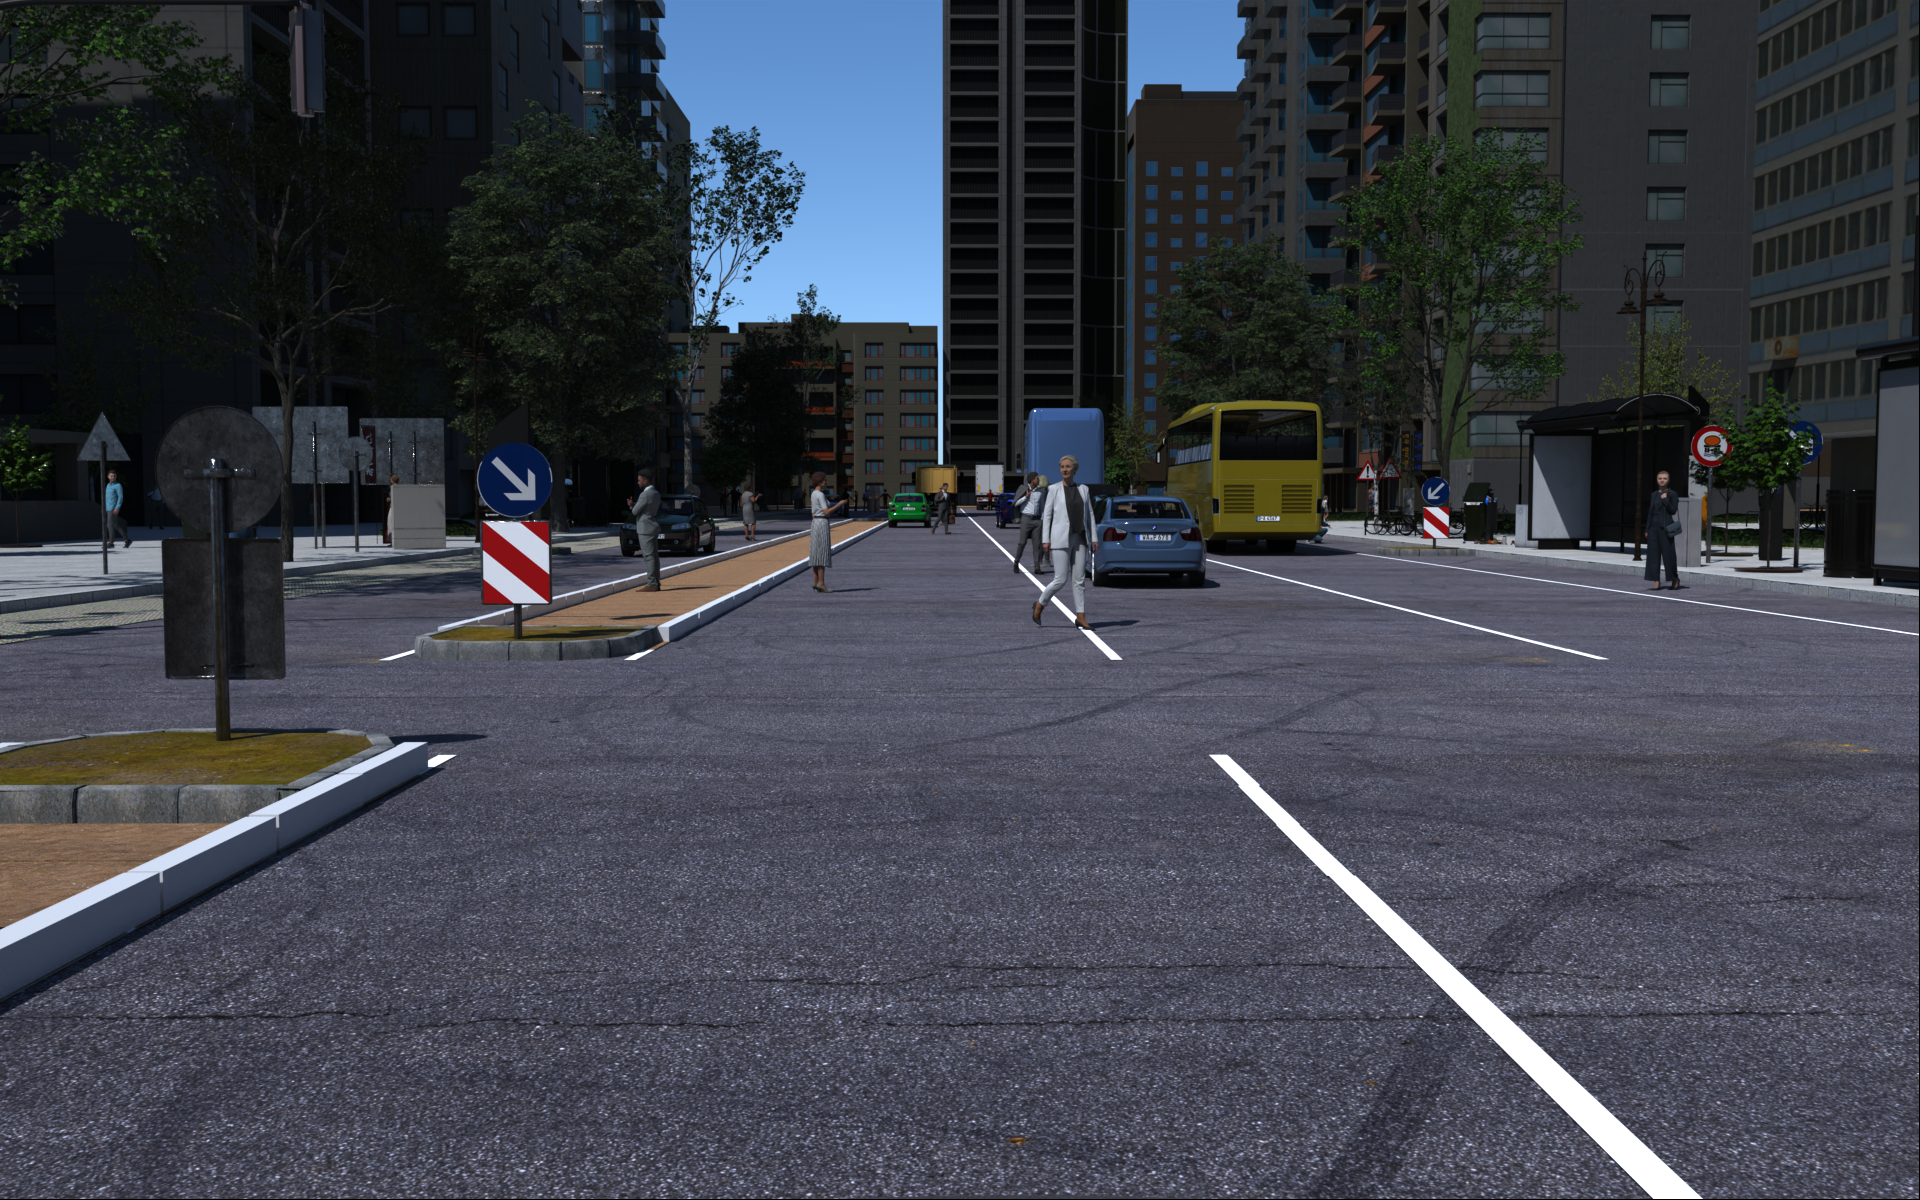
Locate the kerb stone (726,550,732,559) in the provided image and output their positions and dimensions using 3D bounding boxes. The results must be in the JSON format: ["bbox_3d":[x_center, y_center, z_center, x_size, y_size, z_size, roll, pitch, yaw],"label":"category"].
[{"bbox_3d":[-5.150,-0.945,37.699,0.120,0.150,1.000,0,4,0],"label":"kerb stone"}]

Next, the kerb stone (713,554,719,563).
[{"bbox_3d":[-5.130,-0.823,35.654,0.120,0.150,1.000,0,4,0],"label":"kerb stone"}]

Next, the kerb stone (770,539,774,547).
[{"bbox_3d":[-5.228,-1.513,46.935,0.120,0.150,1.000,0,4,0],"label":"kerb stone"}]

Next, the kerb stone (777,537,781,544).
[{"bbox_3d":[-5.243,-1.637,48.991,0.120,0.150,1.000,0,4,0],"label":"kerb stone"}]

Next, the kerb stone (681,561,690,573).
[{"bbox_3d":[-5.094,-0.572,31.548,0.120,0.150,1.000,0,4,0],"label":"kerb stone"}]

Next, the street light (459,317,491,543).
[{"bbox_3d":[-12.711,-4.447,45.494,0.468,5.910,1.993,0,4,0],"label":"street light"}]

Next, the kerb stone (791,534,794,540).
[{"bbox_3d":[-5.285,-1.890,53.094,0.120,0.150,1.000,0,4,0],"label":"kerb stone"}]

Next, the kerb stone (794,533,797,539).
[{"bbox_3d":[-5.283,-1.950,54.120,0.120,0.150,1.000,0,4,0],"label":"kerb stone"}]

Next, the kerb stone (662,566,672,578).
[{"bbox_3d":[-5.082,-0.446,29.504,0.120,0.150,1.000,0,4,0],"label":"kerb stone"}]

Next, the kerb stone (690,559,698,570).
[{"bbox_3d":[-5.105,-0.635,32.575,0.120,0.150,1.000,0,4,0],"label":"kerb stone"}]

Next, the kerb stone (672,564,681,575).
[{"bbox_3d":[-5.094,-0.510,30.526,0.120,0.150,1.000,0,4,0],"label":"kerb stone"}]

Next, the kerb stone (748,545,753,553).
[{"bbox_3d":[-5.184,-1.199,41.798,0.120,0.150,1.000,0,4,0],"label":"kerb stone"}]

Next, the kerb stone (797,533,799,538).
[{"bbox_3d":[-5.298,-2.015,55.147,0.120,0.150,1.000,0,4,0],"label":"kerb stone"}]

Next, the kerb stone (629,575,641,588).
[{"bbox_3d":[-5.050,-0.250,26.426,0.120,0.150,1.000,0,4,0],"label":"kerb stone"}]

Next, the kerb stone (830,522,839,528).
[{"bbox_3d":[-5.470,-3.270,75.662,0.120,0.150,1.000,0,4,0],"label":"kerb stone"}]

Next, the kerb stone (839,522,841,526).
[{"bbox_3d":[-5.484,-3.333,76.684,0.120,0.150,1.000,0,4,0],"label":"kerb stone"}]

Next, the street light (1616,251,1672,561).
[{"bbox_3d":[13.034,-3.692,33.145,0.468,5.910,1.993,0,4,0],"label":"street light"}]

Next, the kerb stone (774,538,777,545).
[{"bbox_3d":[-5.235,-1.566,47.963,0.120,0.150,1.000,0,4,0],"label":"kerb stone"}]

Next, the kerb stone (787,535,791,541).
[{"bbox_3d":[-5.269,-1.827,52.061,0.120,0.150,1.000,0,4,0],"label":"kerb stone"}]

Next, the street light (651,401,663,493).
[{"bbox_3d":[-13.046,-6.250,74.969,0.468,5.910,1.993,0,4,0],"label":"street light"}]

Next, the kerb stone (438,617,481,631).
[{"bbox_3d":[-4.977,0.306,17.196,0.120,0.150,1.000,0,4,0],"label":"kerb stone"}]

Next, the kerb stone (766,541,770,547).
[{"bbox_3d":[-5.219,-1.450,45.910,0.120,0.150,1.000,0,4,0],"label":"kerb stone"}]

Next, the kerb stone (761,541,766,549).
[{"bbox_3d":[-5.201,-1.388,44.883,0.120,0.150,1.000,0,4,0],"label":"kerb stone"}]

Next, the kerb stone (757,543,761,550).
[{"bbox_3d":[-5.205,-1.325,43.860,0.120,0.150,1.000,0,4,0],"label":"kerb stone"}]

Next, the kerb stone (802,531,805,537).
[{"bbox_3d":[-5.321,-2.139,57.209,0.120,0.150,1.000,0,4,0],"label":"kerb stone"}]

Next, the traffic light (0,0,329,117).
[{"bbox_3d":[-8.294,-2.530,16.029,4.771,5.953,1.251,0,4,0],"label":"traffic light"}]

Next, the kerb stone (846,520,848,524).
[{"bbox_3d":[-5.518,-3.640,81.809,0.120,0.150,1.000,0,4,0],"label":"kerb stone"}]

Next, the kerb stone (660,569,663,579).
[{"bbox_3d":[-5.071,-0.384,28.481,0.120,0.150,1.000,0,4,0],"label":"kerb stone"}]

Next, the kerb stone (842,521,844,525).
[{"bbox_3d":[-5.498,-3.458,78.738,0.120,0.150,1.000,0,4,0],"label":"kerb stone"}]

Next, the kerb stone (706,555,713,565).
[{"bbox_3d":[-5.121,-0.761,34.632,0.120,0.150,1.000,0,4,0],"label":"kerb stone"}]

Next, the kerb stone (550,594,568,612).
[{"bbox_3d":[-5.015,0.055,21.293,0.120,0.150,1.000,0,4,0],"label":"kerb stone"}]

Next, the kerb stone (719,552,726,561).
[{"bbox_3d":[-5.138,-0.885,36.676,0.120,0.150,1.000,0,4,0],"label":"kerb stone"}]

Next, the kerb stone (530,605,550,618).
[{"bbox_3d":[-5.003,0.118,20.269,0.120,0.150,1.000,0,4,0],"label":"kerb stone"}]

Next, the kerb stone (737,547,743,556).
[{"bbox_3d":[-5.162,-1.073,39.746,0.120,0.150,1.000,0,4,0],"label":"kerb stone"}]

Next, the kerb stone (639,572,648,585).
[{"bbox_3d":[-5.065,-0.321,27.452,0.120,0.150,1.000,0,4,0],"label":"kerb stone"}]

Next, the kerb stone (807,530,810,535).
[{"bbox_3d":[-5.334,-2.266,59.257,0.120,0.150,1.000,0,4,0],"label":"kerb stone"}]

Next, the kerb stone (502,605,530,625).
[{"bbox_3d":[-4.991,0.181,19.241,0.120,0.150,1.000,0,4,0],"label":"kerb stone"}]

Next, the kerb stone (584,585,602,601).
[{"bbox_3d":[-5.022,-0.069,23.352,0.120,0.150,1.000,0,4,0],"label":"kerb stone"}]

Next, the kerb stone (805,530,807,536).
[{"bbox_3d":[-5.327,-2.199,58.232,0.120,0.150,1.000,0,4,0],"label":"kerb stone"}]

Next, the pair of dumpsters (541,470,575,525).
[{"bbox_3d":[-16.110,-4.121,69.866,1.574,2.255,4.437,0,4,-1],"label":"pair of dumpsters"}]

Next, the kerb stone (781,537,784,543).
[{"bbox_3d":[-5.252,-1.701,50.013,0.120,0.150,1.000,0,4,0],"label":"kerb stone"}]

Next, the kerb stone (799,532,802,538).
[{"bbox_3d":[-5.306,-2.074,56.181,0.120,0.150,1.000,0,4,0],"label":"kerb stone"}]

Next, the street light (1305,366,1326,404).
[{"bbox_3d":[12.768,-5.475,62.307,0.468,5.910,1.993,0,4,0],"label":"street light"}]

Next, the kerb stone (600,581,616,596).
[{"bbox_3d":[-5.038,-0.133,24.374,0.120,0.150,1.000,0,4,0],"label":"kerb stone"}]

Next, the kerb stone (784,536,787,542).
[{"bbox_3d":[-5.266,-1.764,51.035,0.120,0.150,1.000,0,4,0],"label":"kerb stone"}]

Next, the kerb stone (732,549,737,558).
[{"bbox_3d":[-5.153,-1.011,38.723,0.120,0.150,1.000,0,4,0],"label":"kerb stone"}]

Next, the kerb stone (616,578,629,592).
[{"bbox_3d":[-5.040,-0.192,25.399,0.120,0.150,1.000,0,4,0],"label":"kerb stone"}]

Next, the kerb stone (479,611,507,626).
[{"bbox_3d":[-4.984,0.247,18.219,0.120,0.150,1.000,0,4,0],"label":"kerb stone"}]

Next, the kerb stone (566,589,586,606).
[{"bbox_3d":[-5.023,-0.006,22.325,0.120,0.150,1.000,0,4,0],"label":"kerb stone"}]

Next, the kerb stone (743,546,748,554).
[{"bbox_3d":[-5.176,-1.136,40.775,0.120,0.150,1.000,0,4,0],"label":"kerb stone"}]

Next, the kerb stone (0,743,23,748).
[{"bbox_3d":[-4.889,0.843,8.471,0.120,0.150,1.000,0,4,0],"label":"kerb stone"}]

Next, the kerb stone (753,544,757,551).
[{"bbox_3d":[-5.187,-1.260,42.827,0.120,0.150,1.000,0,4,0],"label":"kerb stone"}]

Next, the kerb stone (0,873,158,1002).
[{"bbox_3d":[-2.768,1.029,5.374,0.120,0.150,1.000,0,4,0],"label":"kerb stone"}]

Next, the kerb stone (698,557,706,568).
[{"bbox_3d":[-5.115,-0.698,33.608,0.120,0.150,1.000,0,4,0],"label":"kerb stone"}]
